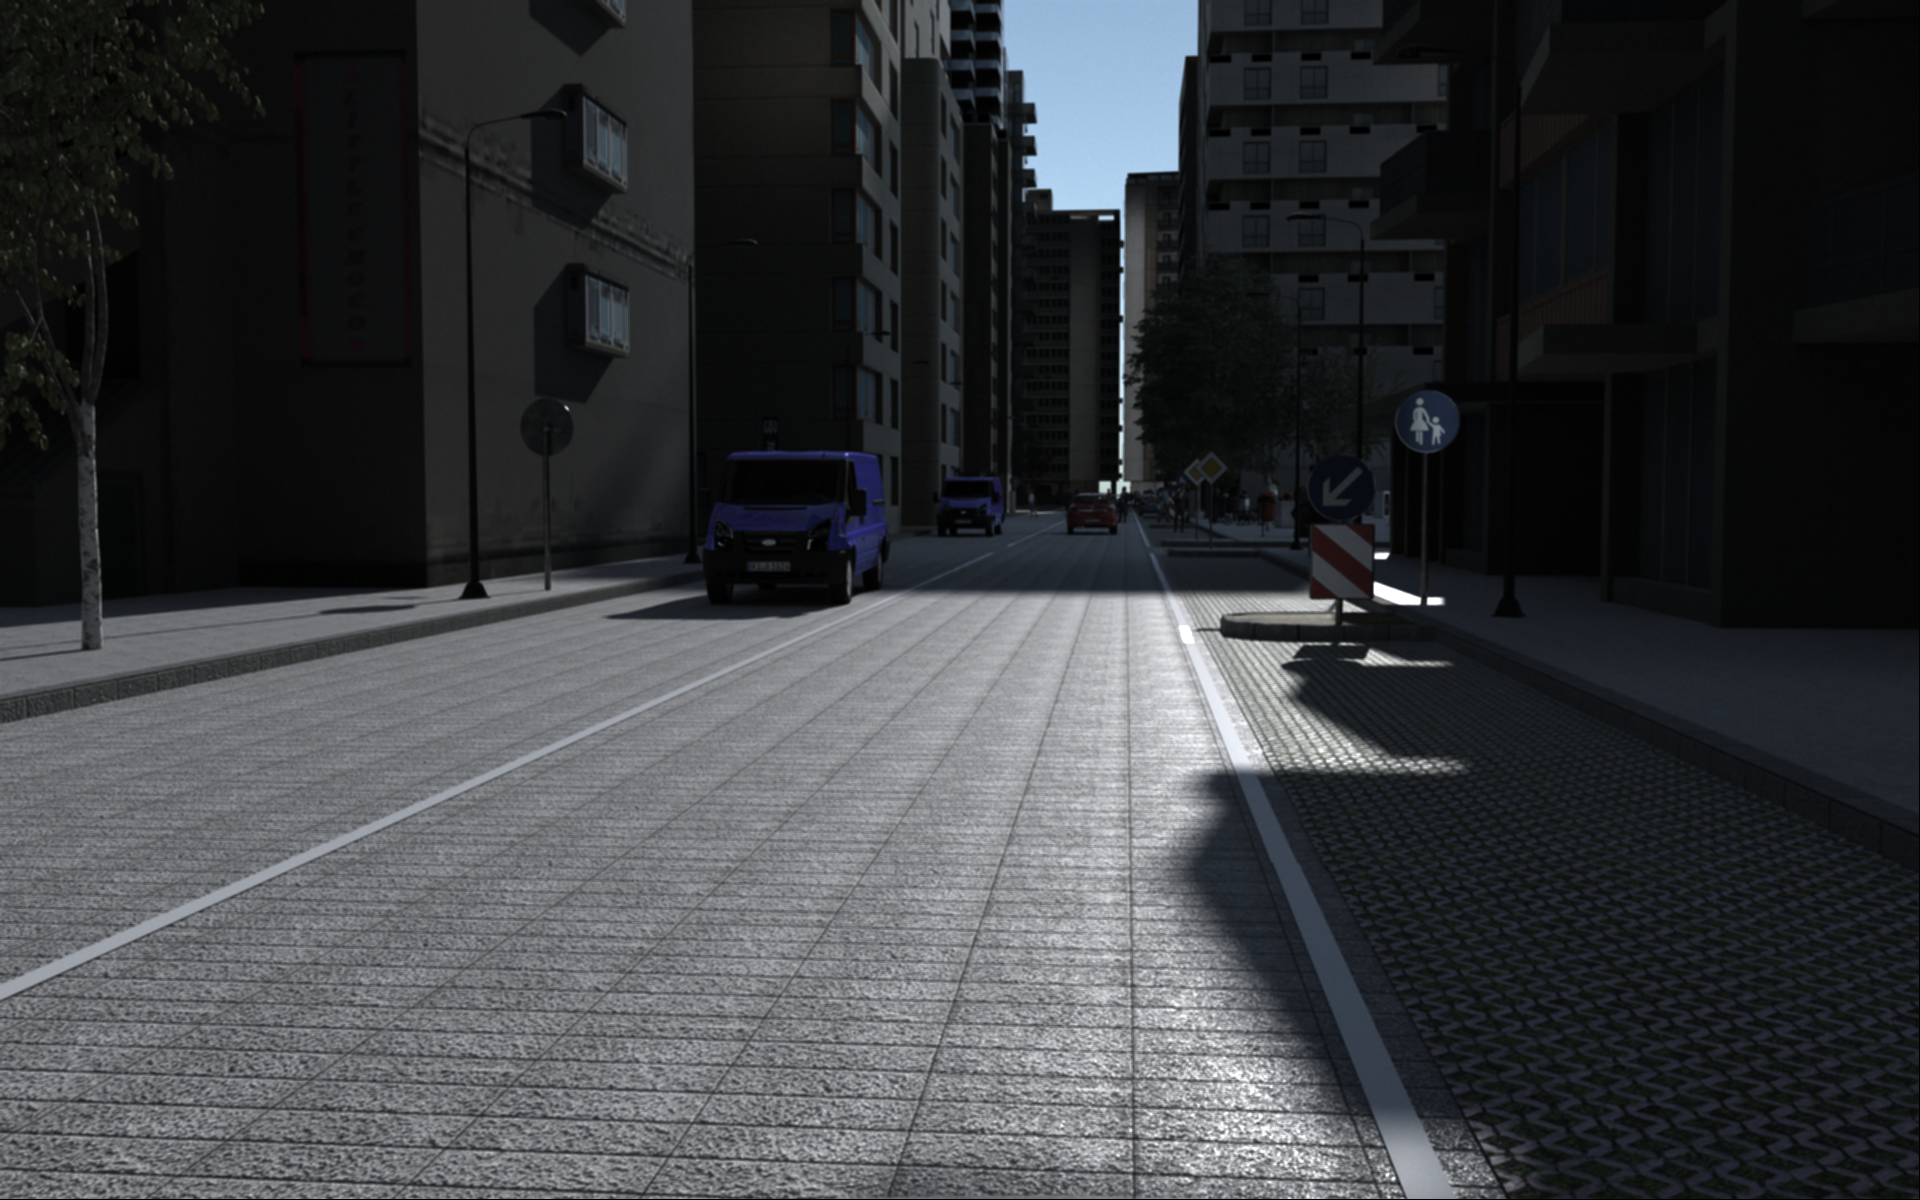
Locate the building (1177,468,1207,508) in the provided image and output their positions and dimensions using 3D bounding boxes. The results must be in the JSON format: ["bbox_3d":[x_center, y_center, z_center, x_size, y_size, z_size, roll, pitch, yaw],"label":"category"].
[{"bbox_3d":[31.270,-44.286,162.323,20.563,71.187,20.611,0,4,5],"label":"building"}]

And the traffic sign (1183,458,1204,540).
[{"bbox_3d":[6.576,-2.719,48.091,0.795,2.450,0.064,0,4,5],"label":"traffic sign"}]

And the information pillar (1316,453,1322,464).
[{"bbox_3d":[20.546,-6.589,99.091,0.183,3.616,0.504,-3,4,-37],"label":"information pillar"}]

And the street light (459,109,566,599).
[{"bbox_3d":[-5.446,-2.971,21.121,1.470,5.913,1.316,0,4,5],"label":"street light"}]

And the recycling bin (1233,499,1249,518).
[{"bbox_3d":[15.022,-4.895,92.595,0.722,1.027,0.722,2,4,28],"label":"recycling bin"}]

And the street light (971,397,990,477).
[{"bbox_3d":[0.520,-6.733,82.618,1.470,5.913,1.316,0,4,5],"label":"street light"}]

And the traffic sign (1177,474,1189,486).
[{"bbox_3d":[14.443,-6.866,112.371,0.768,2.556,0.104,1,4,9],"label":"traffic sign"}]

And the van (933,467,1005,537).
[{"bbox_3d":[0.381,-3.396,59.902,2.240,2.365,5.245,0,4,6],"label":"van"}]

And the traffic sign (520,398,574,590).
[{"bbox_3d":[-5.508,-1.405,23.071,0.768,2.556,0.104,1,4,13],"label":"traffic sign"}]

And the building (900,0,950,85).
[{"bbox_3d":[-14.996,-31.559,105.221,28.713,52.752,27.495,0,4,5],"label":"building"}]

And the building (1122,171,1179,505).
[{"bbox_3d":[27.131,-32.387,213.119,14.086,41.232,14.154,0,4,5],"label":"building"}]

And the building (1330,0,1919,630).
[{"bbox_3d":[17.637,-22.503,22.553,22.147,44.769,28.867,0,4,5],"label":"building"}]

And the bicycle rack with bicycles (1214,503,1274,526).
[{"bbox_3d":[11.931,-3.549,71.403,2.925,0.926,2.852,-2,4,-24],"label":"bicycle rack with bicycles"}]

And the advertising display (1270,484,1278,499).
[{"bbox_3d":[20.386,-6.572,112.670,0.123,1.923,0.974,3,5,40],"label":"advertising display"}]

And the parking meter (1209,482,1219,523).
[{"bbox_3d":[11.238,-4.335,76.591,0.399,1.863,0.255,3,5,45],"label":"parking meter"}]

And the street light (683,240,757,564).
[{"bbox_3d":[-4.408,-3.626,31.823,1.470,5.913,1.316,0,4,5],"label":"street light"}]

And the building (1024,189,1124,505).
[{"bbox_3d":[9.000,-32.519,223.568,23.993,40.220,32.217,0,4,5],"label":"building"}]

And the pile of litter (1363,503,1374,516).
[{"bbox_3d":[24.574,-5.465,103.311,1.719,0.858,1.176,-3,4,-39],"label":"pile of litter"}]

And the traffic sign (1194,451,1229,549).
[{"bbox_3d":[5.817,-2.232,40.142,0.795,2.450,0.064,0,4,5],"label":"traffic sign"}]

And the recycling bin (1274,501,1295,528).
[{"bbox_3d":[12.295,-3.223,65.252,0.722,1.027,0.722,-1,4,-11],"label":"recycling bin"}]

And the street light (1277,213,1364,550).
[{"bbox_3d":[6.098,-3.439,28.772,1.470,5.913,1.316,0,4,5],"label":"street light"}]

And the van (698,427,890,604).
[{"bbox_3d":[-2.229,-1.224,24.399,2.240,2.365,5.245,0,4,4],"label":"van"}]

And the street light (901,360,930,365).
[{"bbox_3d":[-1.724,-5.364,60.244,1.470,5.913,1.316,0,4,5],"label":"street light"}]

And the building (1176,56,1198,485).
[{"bbox_3d":[34.166,-34.263,183.900,21.300,48.544,21.600,0,4,5],"label":"building"}]

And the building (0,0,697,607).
[{"bbox_3d":[-17.306,-24.695,27.462,21.600,48.544,21.300,0,4,5],"label":"building"}]

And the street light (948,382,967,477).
[{"bbox_3d":[-0.593,-6.063,71.675,1.470,5.913,1.316,0,4,5],"label":"street light"}]

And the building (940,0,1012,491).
[{"bbox_3d":[-6.126,-51.444,153.789,22.319,86.520,31.000,0,4,5],"label":"building"}]

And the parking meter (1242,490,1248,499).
[{"bbox_3d":[18.050,-6.192,109.654,0.372,1.533,0.369,0,3,0],"label":"parking meter"}]

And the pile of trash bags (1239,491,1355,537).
[{"bbox_3d":[10.401,-2.569,51.762,3.447,1.369,1.912,3,5,41],"label":"pile of trash bags"}]

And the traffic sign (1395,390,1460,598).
[{"bbox_3d":[5.727,-1.295,21.284,0.768,2.556,0.104,1,4,12],"label":"traffic sign"}]

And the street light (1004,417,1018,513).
[{"bbox_3d":[2.569,-8.054,104.223,1.470,5.913,1.316,0,4,5],"label":"street light"}]

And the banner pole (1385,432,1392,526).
[{"bbox_3d":[17.476,-4.897,70.077,0.401,3.779,0.863,0,4,5],"label":"banner pole"}]

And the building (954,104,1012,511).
[{"bbox_3d":[-3.511,-22.034,131.962,14.160,30.474,14.107,0,4,5],"label":"building"}]

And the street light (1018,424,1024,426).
[{"bbox_3d":[3.545,-8.713,114.994,1.470,5.913,1.316,0,4,5],"label":"street light"}]

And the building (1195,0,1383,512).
[{"bbox_3d":[32.904,-33.573,138.162,28.713,52.752,27.495,0,4,5],"label":"building"}]

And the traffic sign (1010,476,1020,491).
[{"bbox_3d":[3.821,-7.374,120.664,0.768,2.556,0.104,1,4,13],"label":"traffic sign"}]

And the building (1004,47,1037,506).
[{"bbox_3d":[-7.165,-34.740,187.607,30.456,49.044,23.786,0,4,5],"label":"building"}]

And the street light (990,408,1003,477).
[{"bbox_3d":[1.455,-7.400,93.529,1.470,5.913,1.316,0,4,5],"label":"street light"}]

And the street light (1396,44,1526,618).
[{"bbox_3d":[5.211,-2.782,18.032,1.470,5.913,1.316,0,4,5],"label":"street light"}]

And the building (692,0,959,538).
[{"bbox_3d":[-15.164,-13.439,64.770,27.650,21.520,28.899,0,4,5],"label":"building"}]

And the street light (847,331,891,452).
[{"bbox_3d":[-2.663,-4.706,49.488,1.470,5.913,1.316,0,4,5],"label":"street light"}]

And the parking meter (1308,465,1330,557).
[{"bbox_3d":[7.328,-1.808,35.276,0.399,1.863,0.255,-1,4,-19],"label":"parking meter"}]

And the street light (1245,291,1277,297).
[{"bbox_3d":[7.217,-4.111,39.754,1.470,5.913,1.316,0,4,5],"label":"street light"}]
